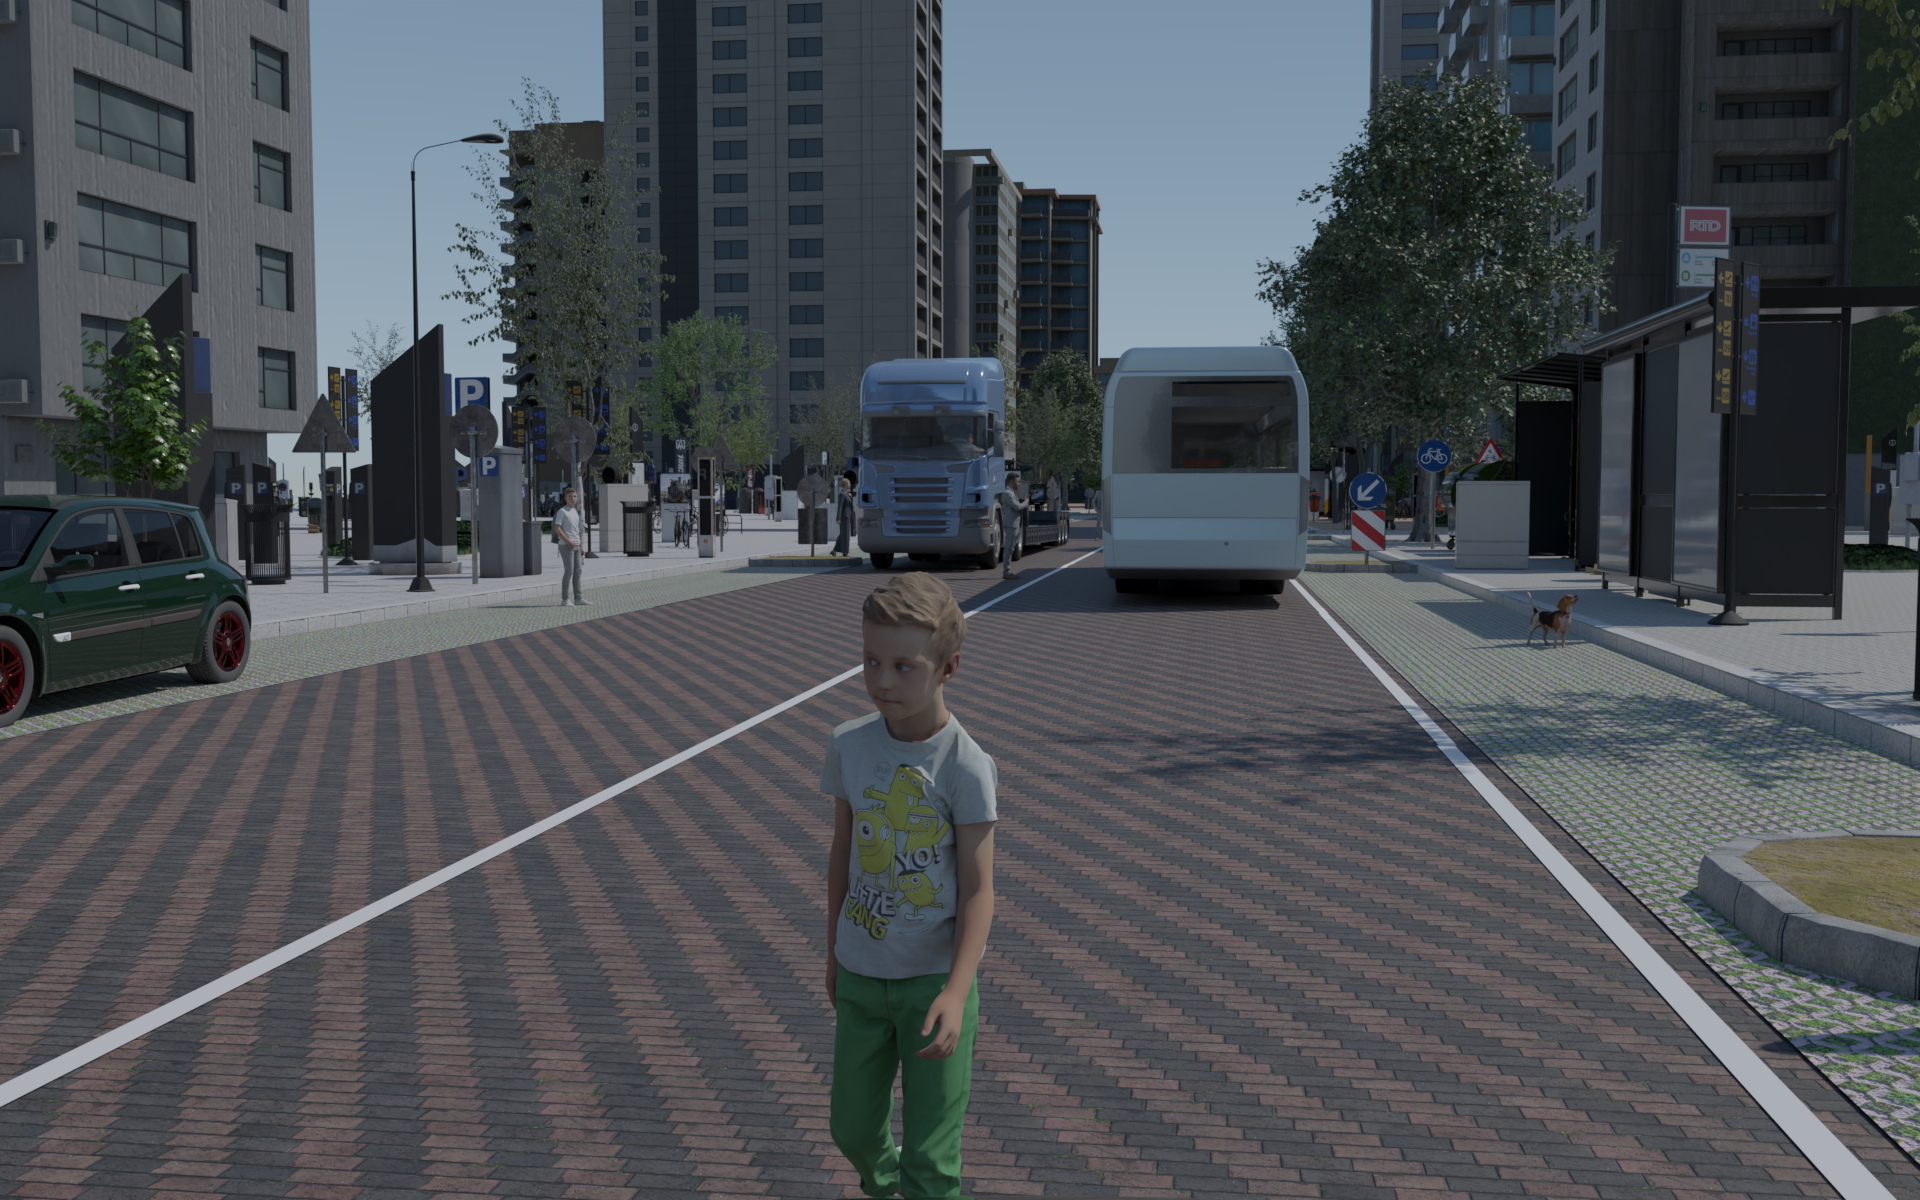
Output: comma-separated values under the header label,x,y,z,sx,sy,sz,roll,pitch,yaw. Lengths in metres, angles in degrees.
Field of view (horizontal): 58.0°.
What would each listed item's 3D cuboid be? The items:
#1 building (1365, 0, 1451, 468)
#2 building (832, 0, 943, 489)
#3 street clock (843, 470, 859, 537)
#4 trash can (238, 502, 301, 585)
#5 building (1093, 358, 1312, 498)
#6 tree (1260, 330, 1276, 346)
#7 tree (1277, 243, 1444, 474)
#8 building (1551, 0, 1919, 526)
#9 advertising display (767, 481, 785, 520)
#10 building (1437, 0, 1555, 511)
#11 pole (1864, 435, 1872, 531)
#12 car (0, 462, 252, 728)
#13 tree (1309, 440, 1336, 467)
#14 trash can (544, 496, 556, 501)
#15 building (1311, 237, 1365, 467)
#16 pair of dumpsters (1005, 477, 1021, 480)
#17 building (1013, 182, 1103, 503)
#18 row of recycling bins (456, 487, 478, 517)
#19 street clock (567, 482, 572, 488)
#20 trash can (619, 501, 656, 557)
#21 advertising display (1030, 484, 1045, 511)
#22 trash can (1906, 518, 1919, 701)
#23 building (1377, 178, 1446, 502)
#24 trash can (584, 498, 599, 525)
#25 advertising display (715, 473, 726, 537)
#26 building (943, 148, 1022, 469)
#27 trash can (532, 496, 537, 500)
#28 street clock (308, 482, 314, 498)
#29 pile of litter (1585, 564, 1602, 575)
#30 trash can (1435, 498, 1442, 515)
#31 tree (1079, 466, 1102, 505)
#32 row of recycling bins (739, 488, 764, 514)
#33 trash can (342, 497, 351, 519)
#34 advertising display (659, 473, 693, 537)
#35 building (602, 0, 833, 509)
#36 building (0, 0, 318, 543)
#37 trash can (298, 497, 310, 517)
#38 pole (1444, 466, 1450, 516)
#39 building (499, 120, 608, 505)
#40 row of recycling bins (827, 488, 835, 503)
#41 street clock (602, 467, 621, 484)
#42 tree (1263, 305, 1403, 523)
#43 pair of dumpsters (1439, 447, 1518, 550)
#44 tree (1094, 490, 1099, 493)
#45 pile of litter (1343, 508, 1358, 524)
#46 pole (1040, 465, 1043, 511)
label,x,y,z,sx,sy,sz,roll,pitch,yaw
building,53.944,-39.223,183.299,21.231,58.520,28.212,1,4,8
building,-10.096,-43.609,151.253,20.563,71.187,20.611,1,4,8
street clock,-3.251,-2.904,52.048,0.471,2.002,0.358,2,4,26
trash can,-9.841,-0.793,24.615,0.748,1.137,0.748,0,3,0
building,34.231,-24.442,244.662,28.899,21.520,27.650,1,4,8
tree,34.844,-21.190,202.344,12.611,20.169,13.585,0,3,0
tree,15.919,-8.704,68.073,9.928,11.665,9.643,0,3,0
building,34.242,-18.585,75.560,14.107,30.474,14.160,1,4,8
advertising display,-9.264,-5.016,87.224,0.974,1.923,0.123,1,4,17
building,44.807,-30.478,117.920,23.786,49.044,30.456,1,4,8
pole,31.482,-4.050,60.054,0.158,3.312,0.155,0,3,0
car,-6.510,-0.123,11.797,2.009,1.686,4.222,0,4,7
tree,21.085,-9.547,106.455,4.737,8.622,4.395,0,3,0
trash can,-26.555,-6.153,112.257,0.748,1.137,0.748,0,3,0
building,60.862,-33.720,243.203,23.993,40.220,32.217,1,4,8
pair of dumpsters,2.468,-5.325,89.550,1.574,2.255,4.437,1,4,8
building,5.341,-36.168,245.974,28.867,44.769,22.147,1,4,8
row of recycling bins,-28.229,-5.421,95.743,3.534,1.692,1.069,0,4,2
street clock,-24.178,-6.311,107.748,0.358,2.002,0.471,2,4,24
trash can,-6.601,-1.458,35.492,0.748,1.137,0.748,0,3,0
advertising display,4.791,-6.232,107.107,0.974,1.923,0.123,2,4,31
trash can,5.964,0.090,10.179,0.748,1.137,0.748,0,3,0
building,44.473,-23.134,149.946,14.160,30.474,14.107,1,4,8
trash can,-15.300,-3.691,72.005,0.748,1.137,0.748,0,3,0
advertising display,-7.385,-2.870,52.135,0.123,1.923,0.974,2,4,27
building,-6.049,-30.508,190.684,23.993,40.220,32.217,1,4,8
trash can,-27.609,-6.116,111.643,0.748,1.137,0.748,0,3,0
street clock,-40.104,-6.268,107.058,0.358,2.002,0.471,-1,4,-21
pile of litter,10.637,-0.827,27.488,1.176,0.858,1.719,0,4,1
trash can,28.826,-5.676,104.459,0.748,1.137,0.748,0,3,0
tree,12.601,-10.846,161.044,4.285,4.588,4.351,0,3,0
row of recycling bins,-12.704,-6.497,113.331,3.534,1.692,1.069,-1,4,-19
trash can,-30.941,-4.643,87.573,0.748,1.137,0.748,0,3,0
advertising display,-8.506,-2.853,51.861,0.974,1.923,0.123,0,4,-3
building,-27.342,-46.487,198.312,20.611,71.187,20.563,1,4,8
building,-24.339,-16.526,41.904,14.107,30.474,14.160,1,4,8
trash can,-36.268,-5.146,95.793,0.748,1.137,0.748,0,3,0
pole,22.259,-5.215,79.107,0.158,3.312,0.155,0,3,0
building,-44.671,-33.929,204.855,14.200,45.320,14.600,1,4,8
row of recycling bins,-8.236,-6.944,120.641,3.534,1.692,1.069,2,4,33
street clock,-9.182,-2.514,45.666,0.471,2.002,0.358,2,4,30
tree,16.615,-8.674,76.228,8.767,10.594,7.601,1,4,12
pair of dumpsters,11.566,-2.161,37.823,1.574,2.255,4.437,0,4,8
tree,12.863,-10.657,168.841,1.663,3.219,1.824,0,3,0
pile of litter,16.907,-3.664,73.868,1.176,0.858,1.719,1,4,9
pole,5.501,-7.541,117.140,0.158,3.312,0.155,0,3,0
